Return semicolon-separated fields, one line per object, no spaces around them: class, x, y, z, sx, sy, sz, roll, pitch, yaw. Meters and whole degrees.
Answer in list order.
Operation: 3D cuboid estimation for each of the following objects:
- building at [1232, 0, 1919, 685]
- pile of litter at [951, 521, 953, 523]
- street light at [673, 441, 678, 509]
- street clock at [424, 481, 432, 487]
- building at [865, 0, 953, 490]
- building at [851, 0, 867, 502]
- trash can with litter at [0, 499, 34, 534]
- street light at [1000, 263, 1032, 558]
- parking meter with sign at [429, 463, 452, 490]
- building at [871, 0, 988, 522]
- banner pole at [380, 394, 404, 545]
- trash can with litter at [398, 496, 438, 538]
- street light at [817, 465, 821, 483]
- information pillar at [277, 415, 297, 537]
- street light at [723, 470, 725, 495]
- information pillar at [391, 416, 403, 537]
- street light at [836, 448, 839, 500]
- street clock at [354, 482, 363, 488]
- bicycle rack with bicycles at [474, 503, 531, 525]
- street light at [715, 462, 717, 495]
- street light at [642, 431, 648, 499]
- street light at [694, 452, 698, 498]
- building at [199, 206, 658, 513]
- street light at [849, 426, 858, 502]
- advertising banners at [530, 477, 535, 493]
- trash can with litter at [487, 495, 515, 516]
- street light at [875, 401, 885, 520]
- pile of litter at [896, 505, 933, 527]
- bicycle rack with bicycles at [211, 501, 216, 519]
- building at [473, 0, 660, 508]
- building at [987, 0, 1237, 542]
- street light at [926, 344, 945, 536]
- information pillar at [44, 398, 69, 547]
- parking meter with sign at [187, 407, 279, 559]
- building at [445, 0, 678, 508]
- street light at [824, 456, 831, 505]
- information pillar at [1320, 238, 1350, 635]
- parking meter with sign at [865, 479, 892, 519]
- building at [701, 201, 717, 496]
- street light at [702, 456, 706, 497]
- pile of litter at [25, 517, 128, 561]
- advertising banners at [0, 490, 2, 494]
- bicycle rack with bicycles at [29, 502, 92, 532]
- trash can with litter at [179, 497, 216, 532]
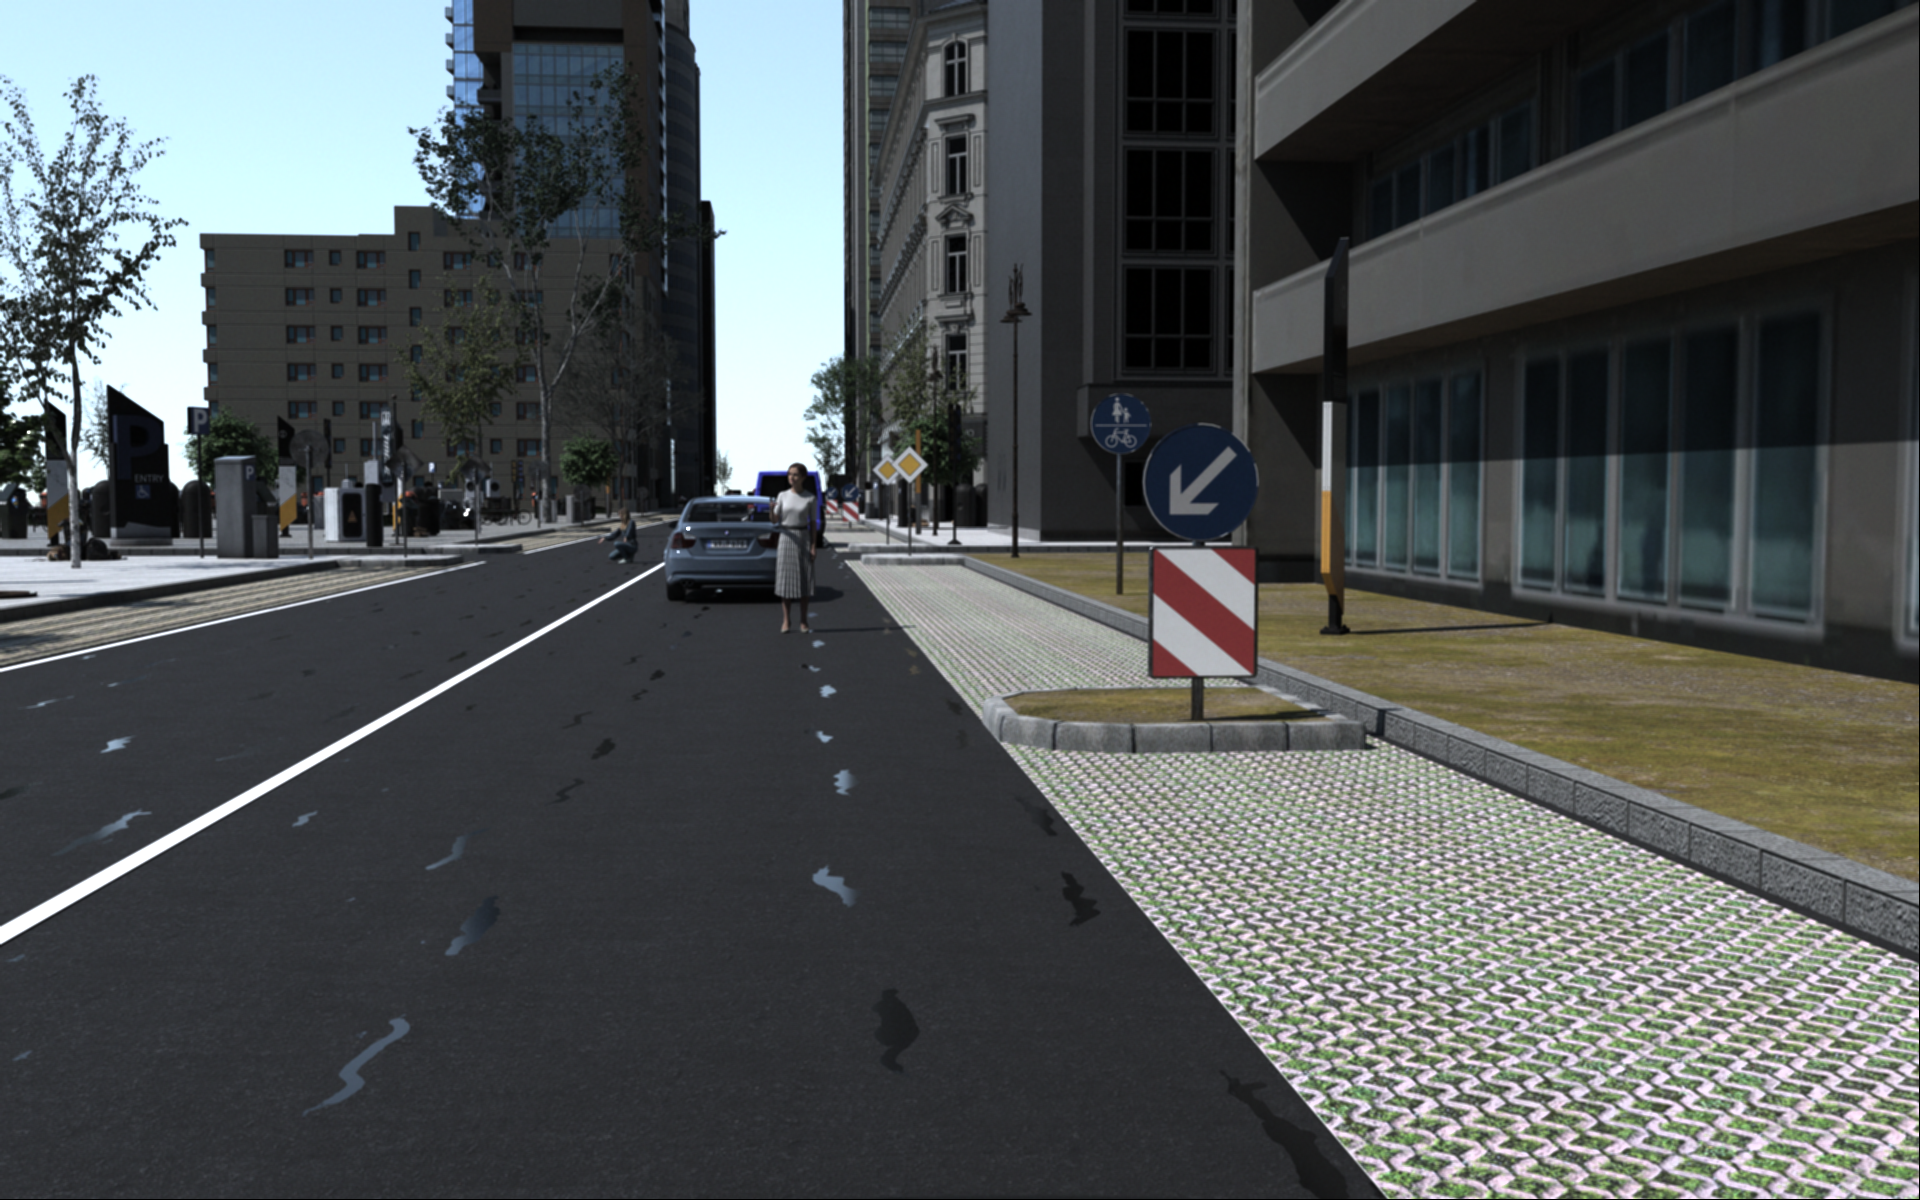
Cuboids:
building;15.665;-23.925;14.878;21.300;48.544;21.600;0;4;-6
pile of litter;0.194;-3.629;73.292;1.176;0.858;1.719;1;4;11
street light;-24.848;-10.926;151.420;0.468;5.910;1.993;0;4;-6
street clock;-30.351;-5.774;98.975;0.471;2.002;0.358;0;4;-6
building;-0.542;-27.814;138.359;14.154;41.232;14.086;0;4;-6
building;0.501;-37.755;159.292;21.231;58.520;28.212;0;4;-6
trash can with litter;-29.891;-2.653;54.766;0.624;1.170;1.055;1;4;12
street light;1.115;-3.797;34.869;0.468;5.910;1.993;0;4;-6
parking meter with sign;-28.649;-6.127;96.442;0.543;3.016;1.738;3;4;38
building;4.546;-19.652;97.728;17.030;29.872;44.131;0;4;-6
banner pole;-14.374;-3.284;43.719;0.863;3.779;0.401;3;5;40
trash can with litter;-16.185;-2.453;51.488;1.055;1.170;0.624;2;4;29
street light;-19.687;-16.623;244.574;0.468;5.910;1.993;0;4;-6
information pillar;-19.990;-3.675;51.440;0.504;3.616;0.183;-1;4;-12
street light;-36.414;-18.021;267.436;0.468;5.910;1.993;0;4;-6
information pillar;-16.949;-3.722;52.204;0.504;3.616;0.183;3;4;38
street light;-11.506;-11.561;161.812;0.468;5.910;1.993;0;4;-6
street clock;-36.424;-6.139;104.945;0.471;2.002;0.358;-3;4;-38
bicycle rack with bicycles;-19.445;-3.569;71.739;2.925;0.926;2.852;0;4;-3
street light;-33.021;-16.018;234.686;0.468;5.910;1.993;0;4;-6
street light;-21.624;-8.943;119.007;0.468;5.910;1.993;0;4;-6
street light;-28.082;-12.956;184.612;0.468;5.910;1.993;0;4;-6
building;-37.947;-17.470;130.672;27.650;21.520;28.899;0;4;-6
street light;-7.148;-8.908;118.437;0.468;5.910;1.993;0;4;-6
advertising banners;-28.169;-7.333;116.076;0.090;3.025;2.074;2;4;27
trash can with litter;-25.360;-5.158;95.390;2.233;1.210;1.678;0;4;-1
street light;-3.926;-6.926;86.024;0.468;5.910;1.993;0;4;-6
pile of litter;-1.720;-3.280;67.588;1.719;0.858;1.176;-1;4;-16
bicycle rack with bicycles;-38.614;-4.612;88.783;2.852;0.926;2.925;2;4;32
building;-33.858;-30.737;152.658;14.600;45.320;14.200;0;4;-6
building;13.442;-15.810;52.000;24.014;27.812;14.314;0;4;-6
street light;-0.772;-4.932;53.424;0.468;5.910;1.993;0;4;-6
information pillar;-22.036;-3.112;42.230;0.504;3.616;0.183;-2;4;-26
parking meter with sign;-14.454;-2.342;34.549;1.738;3.016;0.543;1;4;15
building;-39.624;-52.651;173.521;22.319;86.520;31.000;0;4;-6
street light;-14.701;-13.544;194.228;0.468;5.910;1.993;0;4;-6
information pillar;3.411;-1.492;15.751;0.183;3.616;0.504;2;4;28
parking meter with sign;-4.118;-5.676;89.057;0.543;3.016;1.738;3;5;45
building;-43.376;-37.065;256.128;14.600;45.320;14.200;0;4;-6
street light;-29.860;-14.035;202.267;0.468;5.910;1.993;0;4;-6
pile of litter;-17.147;-1.201;33.596;1.719;0.858;1.176;0;4;-2
advertising banners;-41.933;-4.860;75.648;0.090;3.025;2.074;-2;4;-25
bicycle rack with bicycles;-30.472;-2.830;59.647;2.852;0.926;2.925;-1;4;-11
trash can with litter;-26.149;-2.886;58.245;2.233;1.210;1.678;1;4;17
